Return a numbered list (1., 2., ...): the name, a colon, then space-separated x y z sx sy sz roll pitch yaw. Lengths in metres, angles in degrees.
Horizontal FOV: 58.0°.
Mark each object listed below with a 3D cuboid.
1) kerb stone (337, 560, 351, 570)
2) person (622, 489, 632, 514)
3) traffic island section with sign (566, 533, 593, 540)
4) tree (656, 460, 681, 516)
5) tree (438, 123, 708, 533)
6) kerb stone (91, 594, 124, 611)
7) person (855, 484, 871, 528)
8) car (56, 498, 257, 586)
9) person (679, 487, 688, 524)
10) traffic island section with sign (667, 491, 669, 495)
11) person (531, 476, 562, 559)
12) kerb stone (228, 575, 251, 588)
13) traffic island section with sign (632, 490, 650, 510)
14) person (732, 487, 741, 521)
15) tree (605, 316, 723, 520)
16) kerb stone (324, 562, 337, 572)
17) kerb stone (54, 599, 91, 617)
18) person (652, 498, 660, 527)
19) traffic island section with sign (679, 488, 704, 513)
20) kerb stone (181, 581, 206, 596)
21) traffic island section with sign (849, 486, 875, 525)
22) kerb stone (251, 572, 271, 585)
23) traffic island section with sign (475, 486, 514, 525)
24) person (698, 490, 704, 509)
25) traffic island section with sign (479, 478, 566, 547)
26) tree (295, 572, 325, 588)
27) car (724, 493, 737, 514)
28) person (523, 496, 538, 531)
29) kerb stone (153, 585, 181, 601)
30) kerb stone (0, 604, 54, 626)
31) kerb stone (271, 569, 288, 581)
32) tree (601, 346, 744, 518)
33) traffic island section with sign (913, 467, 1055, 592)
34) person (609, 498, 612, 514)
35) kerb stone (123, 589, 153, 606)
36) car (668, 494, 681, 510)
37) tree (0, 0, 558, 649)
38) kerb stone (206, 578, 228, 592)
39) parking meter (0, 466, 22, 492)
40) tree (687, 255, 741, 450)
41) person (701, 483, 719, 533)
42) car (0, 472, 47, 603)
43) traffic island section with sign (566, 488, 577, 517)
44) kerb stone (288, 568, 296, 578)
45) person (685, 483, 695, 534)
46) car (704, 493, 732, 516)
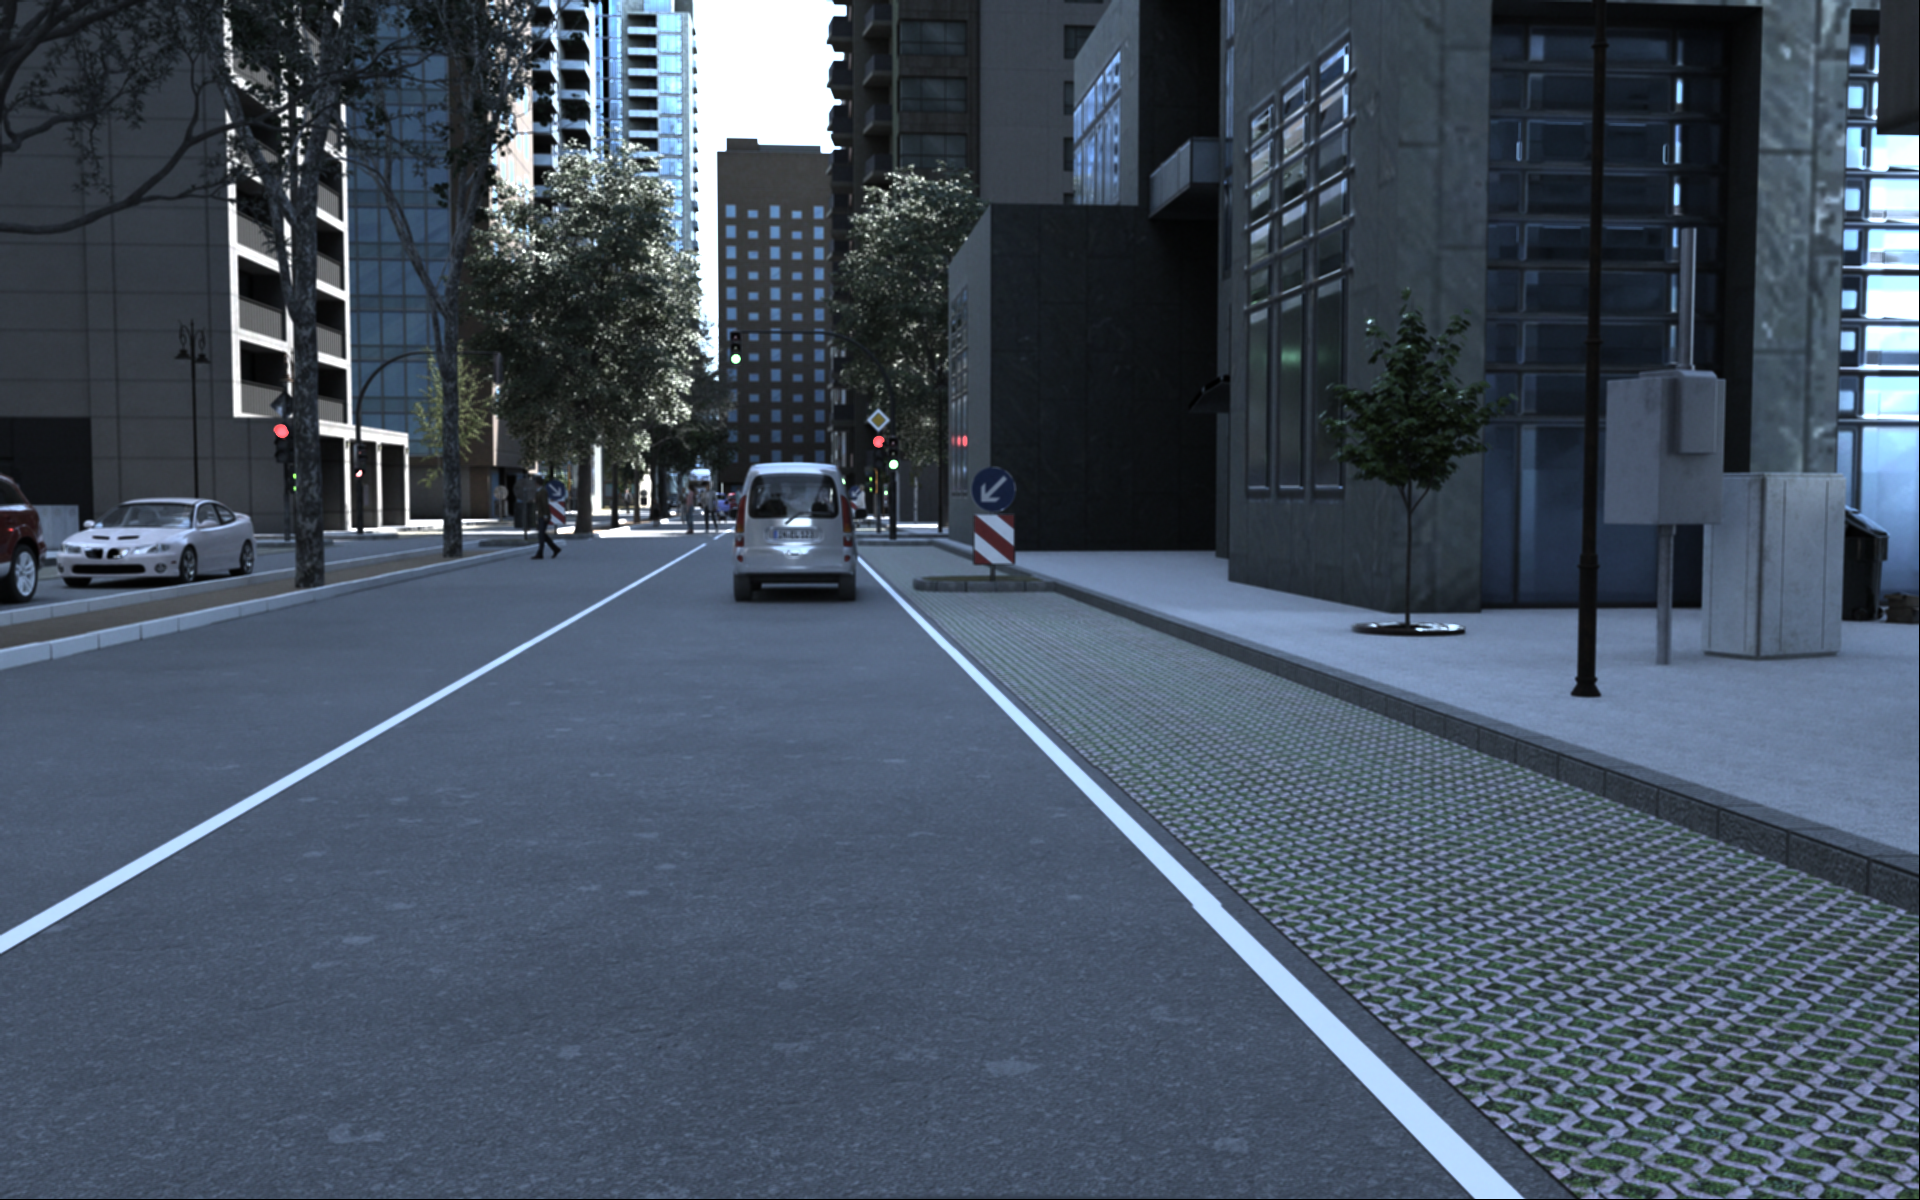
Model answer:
1. kerb stone: -11.729 -0.640 32.664 0.120 0.150 1.000 0 4 -5
2. person: -23.551 -6.945 122.455 0.661 1.777 0.834 1 4 13
3. traffic island section with sign: -12.847 -2.890 55.385 2.006 1.907 1.989 0 4 -5
4. tree: -18.483 -9.815 113.290 4.360 8.622 3.978 0 3 0
5. tree: -13.237 -9.259 60.489 9.857 13.997 8.962 0 3 0
6. kerb stone: -10.645 0.050 21.449 0.120 0.150 1.000 0 4 -5
7. person: -4.106 -3.964 73.187 0.818 1.842 0.514 -2 4 -26
8. car: -13.105 -0.988 28.508 2.083 1.381 4.827 0 4 -5
9. person: -13.202 -4.519 82.942 0.519 1.759 0.362 -2 4 -28
10. traffic island section with sign: -31.109 -10.683 183.290 1.989 1.847 2.006 0 4 -5
11. person: -9.246 -1.839 38.484 0.656 1.842 0.836 3 5 41
12. kerb stone: -11.137 -0.265 26.554 0.120 0.150 1.000 0 4 -5
13. traffic island section with sign: -28.518 -9.042 156.459 1.989 1.847 2.006 0 4 -5
14. person: -12.086 -5.239 94.025 0.748 1.841 0.638 -1 4 -16
15. tree: -16.760 -10.186 94.758 9.928 11.665 9.643 0 3 0
16. kerb stone: -11.630 -0.578 31.647 0.120 0.150 1.000 0 4 -5
17. kerb stone: -10.550 0.108 20.424 0.120 0.150 1.000 0 4 -5
18. person: -13.279 -3.825 75.706 0.362 1.253 0.373 1 4 13
19. traffic island section with sign: -20.047 -7.464 130.179 2.006 1.907 1.989 0 4 -5
20. kerb stone: -10.938 -0.141 24.505 0.120 0.150 1.000 0 4 -5
21. traffic island section with sign: -5.042 -4.474 81.775 1.989 1.847 2.006 0 4 -5
22. kerb stone: -11.231 -0.329 27.572 0.120 0.150 1.000 0 4 -5
23. traffic island section with sign: -21.154 -4.351 79.770 1.989 1.847 2.006 0 4 -5
24. person: -24.368 -9.504 163.893 1.348 1.823 0.705 3 5 41
25. traffic island section with sign: -12.147 -2.439 48.011 2.006 1.907 1.989 0 4 -5
26. tree: -11.236 -10.292 26.626 12.611 20.169 13.585 0 3 0
27. car: -16.027 -7.061 124.483 2.155 1.783 4.494 0 4 -7
28. person: -16.595 -3.587 67.108 0.822 1.834 0.622 -3 5 -42
29. kerb stone: -10.845 -0.079 23.486 0.120 0.150 1.000 0 4 -5
30. kerb stone: -10.454 0.171 19.398 0.120 0.150 1.000 0 4 -5
31. kerb stone: -11.339 -0.391 28.591 0.120 0.150 1.000 0 4 -5
32. tree: -17.921 -11.318 104.510 9.611 12.733 9.660 0 3 0
33. traffic island section with sign: 0.310 -1.065 26.045 1.989 1.847 2.006 0 4 -5
34. person: -23.361 -6.268 115.988 0.505 1.210 0.382 3 5 43
35. kerb stone: -10.748 -0.017 22.467 0.120 0.150 1.000 0 4 -5
36. car: -25.506 -8.914 155.523 2.009 1.686 4.222 0 4 -6
37. tree: -8.741 -6.226 14.624 12.009 13.543 11.850 0 3 0
38. kerb stone: -11.043 -0.203 25.522 0.120 0.150 1.000 0 4 -5
39. parking meter: -19.529 -1.833 35.683 0.255 1.863 0.399 0 4 1
40. tree: -14.299 -9.703 71.464 12.009 13.543 11.850 0 3 0
41. person: -9.246 -3.409 64.083 0.661 1.843 0.795 1 4 15
42. car: -13.148 -0.764 21.170 2.281 1.827 5.304 0 4 -5
43. traffic island section with sign: -23.755 -6.008 106.855 1.989 1.847 2.006 0 4 -5
44. kerb stone: -11.433 -0.454 29.611 0.120 0.150 1.000 0 4 -5
45. person: -9.734 -3.300 62.458 0.388 1.821 0.555 -1 4 -12
46. car: -16.041 -6.408 114.358 1.945 1.707 3.694 0 4 -6
